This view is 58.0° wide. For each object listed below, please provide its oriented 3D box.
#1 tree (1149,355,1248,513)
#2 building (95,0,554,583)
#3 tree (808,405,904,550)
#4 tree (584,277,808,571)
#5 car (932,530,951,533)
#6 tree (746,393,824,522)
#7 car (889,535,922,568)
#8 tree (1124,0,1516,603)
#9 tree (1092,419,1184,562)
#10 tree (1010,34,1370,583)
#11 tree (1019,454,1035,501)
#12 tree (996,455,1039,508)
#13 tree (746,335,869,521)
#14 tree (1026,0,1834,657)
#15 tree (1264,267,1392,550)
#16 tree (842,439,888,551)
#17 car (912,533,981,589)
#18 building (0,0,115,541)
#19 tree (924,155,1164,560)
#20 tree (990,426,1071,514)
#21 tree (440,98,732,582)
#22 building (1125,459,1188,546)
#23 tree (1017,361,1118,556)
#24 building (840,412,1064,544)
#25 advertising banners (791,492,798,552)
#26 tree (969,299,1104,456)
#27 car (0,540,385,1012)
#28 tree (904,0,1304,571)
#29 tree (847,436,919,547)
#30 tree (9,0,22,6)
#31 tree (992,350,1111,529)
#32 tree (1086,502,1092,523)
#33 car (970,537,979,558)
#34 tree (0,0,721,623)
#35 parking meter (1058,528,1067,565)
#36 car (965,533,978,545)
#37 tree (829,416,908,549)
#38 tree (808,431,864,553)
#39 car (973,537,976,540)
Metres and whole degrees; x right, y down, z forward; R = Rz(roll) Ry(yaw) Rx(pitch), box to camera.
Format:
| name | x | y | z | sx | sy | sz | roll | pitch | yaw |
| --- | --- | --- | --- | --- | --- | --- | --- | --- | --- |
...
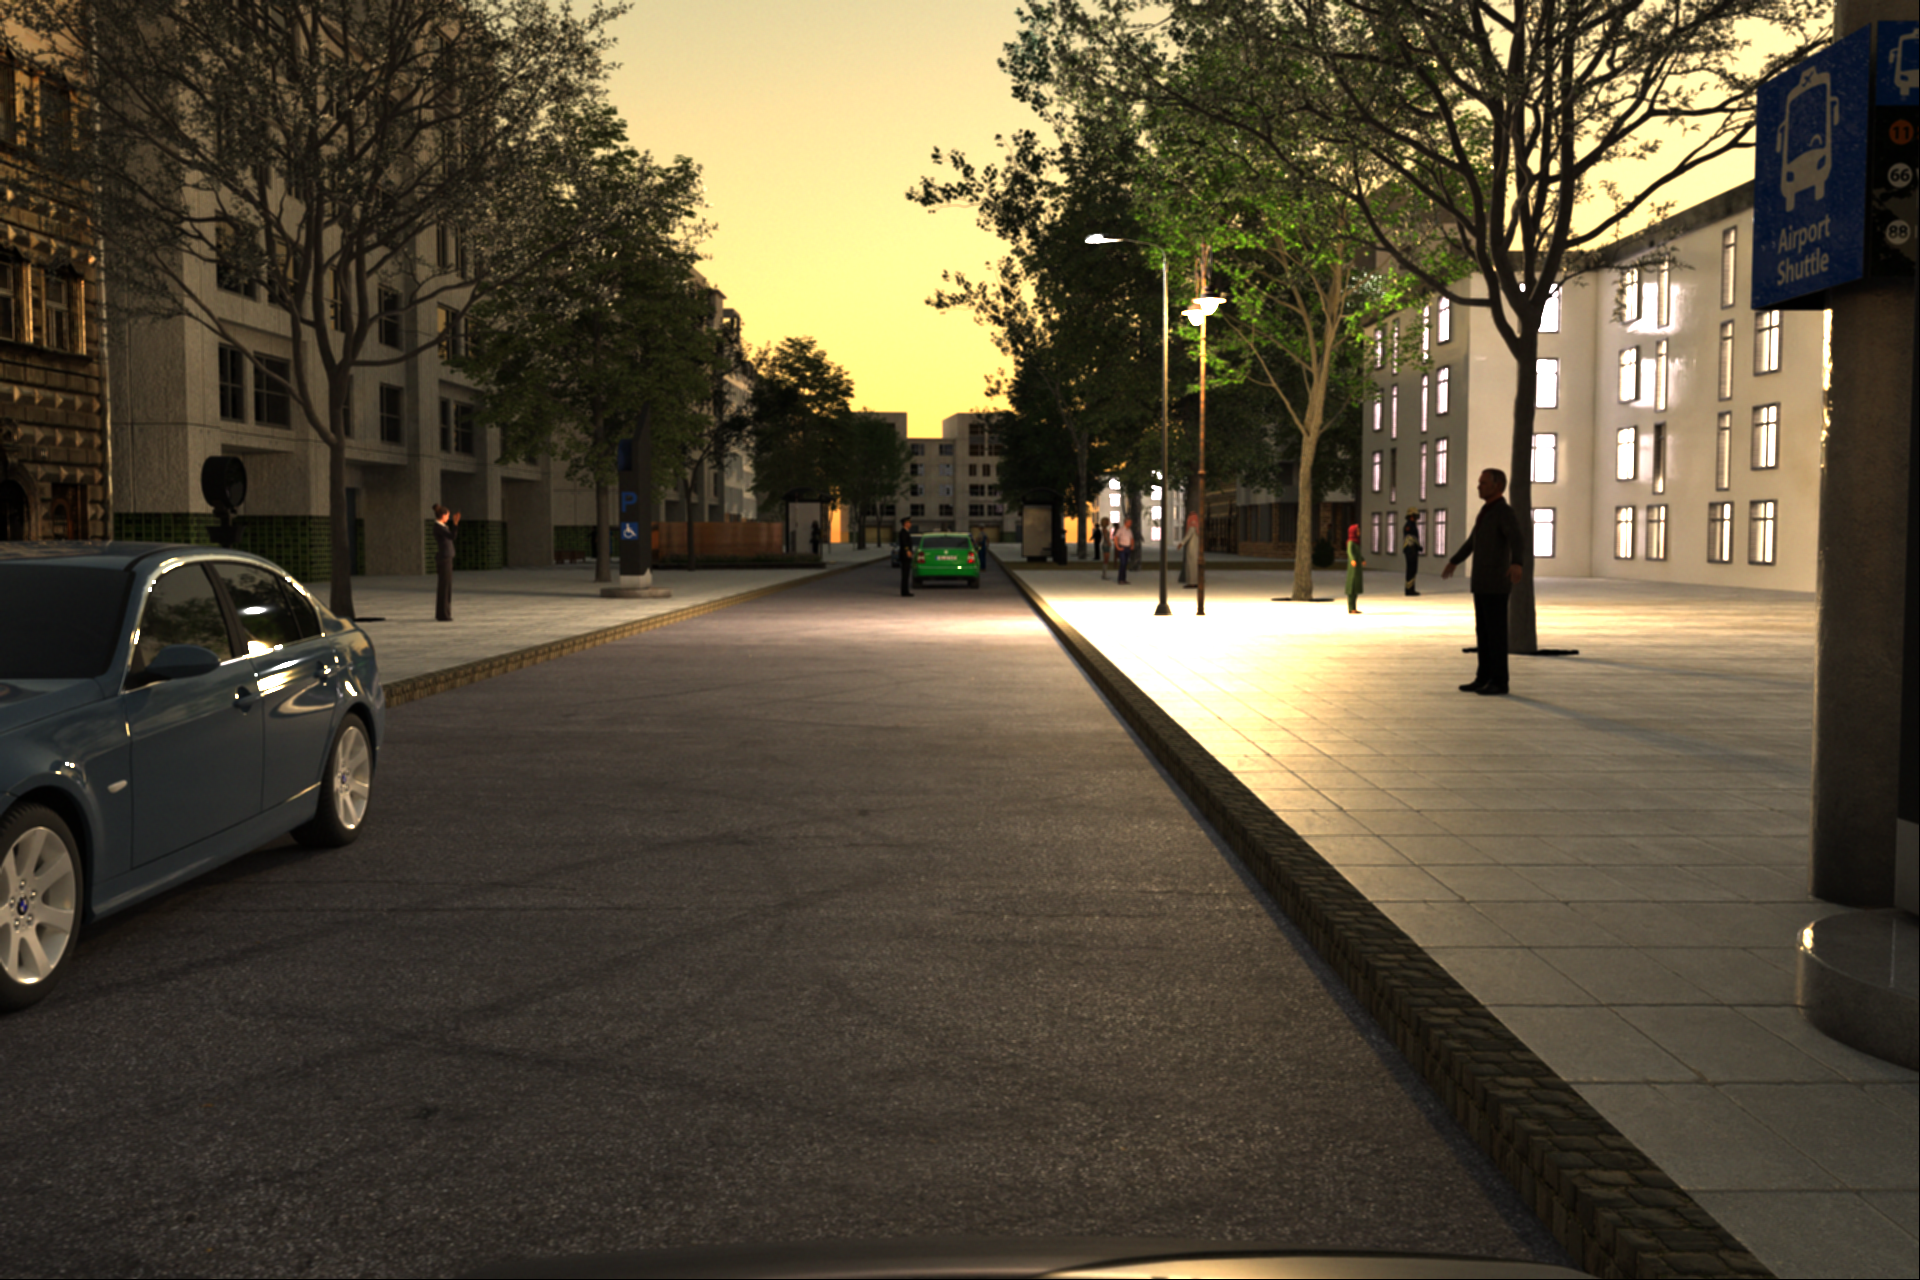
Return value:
| name | x | y | z | sx | sy | sz | roll | pitch | yaw |
| --- | --- | --- | --- | --- | --- | --- | --- | --- | --- |
| tree | 9.536 | -7.316 | 69.974 | 4.737 | 8.622 | 4.395 | 0 | 3 | 0 |
| building | -25.071 | -11.453 | 53.709 | 16.747 | 18.905 | 31.486 | 0 | 4 | 1 |
| tree | -8.315 | -13.176 | 141.176 | 9.928 | 11.665 | 9.643 | 0 | 3 | 0 |
| tree | -9.246 | -7.687 | 60.102 | 8.767 | 10.594 | 7.601 | 0 | 4 | 6 |
| car | -1.501 | -8.160 | 142.094 | 2.281 | 1.827 | 5.304 | 0 | 4 | 1 |
| tree | -8.678 | -8.570 | 90.479 | 4.360 | 8.622 | 3.978 | 0 | 3 | 0 |
| car | -2.029 | -3.866 | 75.204 | 2.014 | 1.417 | 4.499 | 0 | 4 | 1 |
| tree | 6.687 | -6.538 | 32.652 | 9.928 | 11.665 | 9.643 | 0 | 3 | 0 |
| tree | 7.239 | -7.673 | 75.814 | 4.360 | 8.622 | 3.978 | 0 | 3 | 0 |
| tree | 6.179 | -8.501 | 45.648 | 9.857 | 13.997 | 8.962 | 0 | 3 | 0 |
| tree | 6.972 | -12.199 | 149.819 | 4.360 | 8.622 | 3.978 | 0 | 3 | 0 |
| tree | 7.036 | -14.794 | 167.643 | 9.928 | 11.665 | 9.643 | 0 | 3 | 0 |
| tree | -8.823 | -11.093 | 99.505 | 7.486 | 12.596 | 7.792 | 0 | 3 | 0 |
| tree | 6.029 | -6.606 | 18.371 | 12.009 | 13.543 | 11.850 | 0 | 3 | 0 |
| tree | 16.760 | -9.558 | 74.397 | 7.486 | 12.596 | 7.792 | 0 | 3 | 0 |
| tree | -8.249 | -11.091 | 131.697 | 4.360 | 8.622 | 3.978 | 0 | 3 | 0 |
| car | -0.394 | -2.324 | 46.792 | 1.959 | 1.807 | 4.718 | 0 | 4 | -1 |
| building | -27.782 | -12.056 | 28.045 | 19.493 | 23.208 | 18.063 | 0 | 4 | 1 |
| tree | 5.064 | -14.164 | 87.465 | 12.611 | 20.169 | 13.585 | 0 | 3 | 0 |
| tree | 6.609 | -14.686 | 158.246 | 7.486 | 12.596 | 7.792 | 0 | 3 | 0 |
| tree | -9.855 | -7.835 | 46.227 | 7.486 | 12.596 | 7.792 | 0 | 3 | 0 |
| building | 23.797 | -15.061 | 188.395 | 9.099 | 9.664 | 28.070 | 0 | 4 | 0 |
| tree | 6.986 | -10.825 | 102.742 | 9.928 | 11.665 | 9.643 | 0 | 3 | 0 |
| building | -1.542 | -23.830 | 258.528 | 31.486 | 18.905 | 16.747 | -1 | 4 | -8 |
| advertising banners | -6.868 | -4.631 | 71.909 | 0.090 | 3.025 | 2.074 | 0 | 4 | 2 |
| tree | 6.840 | -17.279 | 138.403 | 12.611 | 20.169 | 13.585 | 0 | 3 | 0 |
| car | -3.658 | 0.323 | 6.719 | 2.014 | 1.417 | 4.499 | 0 | 3 | 0 |
| tree | 4.948 | -12.505 | 60.341 | 12.611 | 20.169 | 13.585 | 0 | 3 | 0 |
| tree | -7.767 | -14.752 | 166.951 | 9.928 | 11.665 | 9.643 | 0 | 3 | 0 |
| tree | -8.904 | -3.774 | 12.072 | 4.360 | 8.622 | 3.978 | 0 | 3 | 0 |
| tree | 6.705 | -12.919 | 117.877 | 9.857 | 13.997 | 8.962 | 0 | 3 | 0 |
| tree | 20.361 | -18.661 | 255.465 | 4.360 | 8.622 | 3.978 | 0 | 3 | 0 |
| car | -0.023 | -3.593 | 71.320 | 1.945 | 1.354 | 3.894 | 0 | 4 | 1 |
| tree | -9.139 | -7.007 | 24.935 | 12.009 | 13.543 | 11.850 | 0 | 3 | 0 |
| parking meter | 4.247 | -3.865 | 71.597 | 0.372 | 1.533 | 0.369 | 0 | 3 | 0 |
| car | 0.073 | -5.025 | 91.746 | 1.945 | 1.707 | 3.694 | 0 | 4 | 0 |
| tree | -8.317 | -13.836 | 151.972 | 9.928 | 11.665 | 9.643 | 0 | 3 | 0 |
| tree | -8.761 | -10.040 | 114.511 | 4.360 | 8.622 | 3.978 | 0 | 3 | 0 |
| car | 0.546 | -8.986 | 158.930 | 2.014 | 1.417 | 4.499 | 0 | 4 | -1 |
